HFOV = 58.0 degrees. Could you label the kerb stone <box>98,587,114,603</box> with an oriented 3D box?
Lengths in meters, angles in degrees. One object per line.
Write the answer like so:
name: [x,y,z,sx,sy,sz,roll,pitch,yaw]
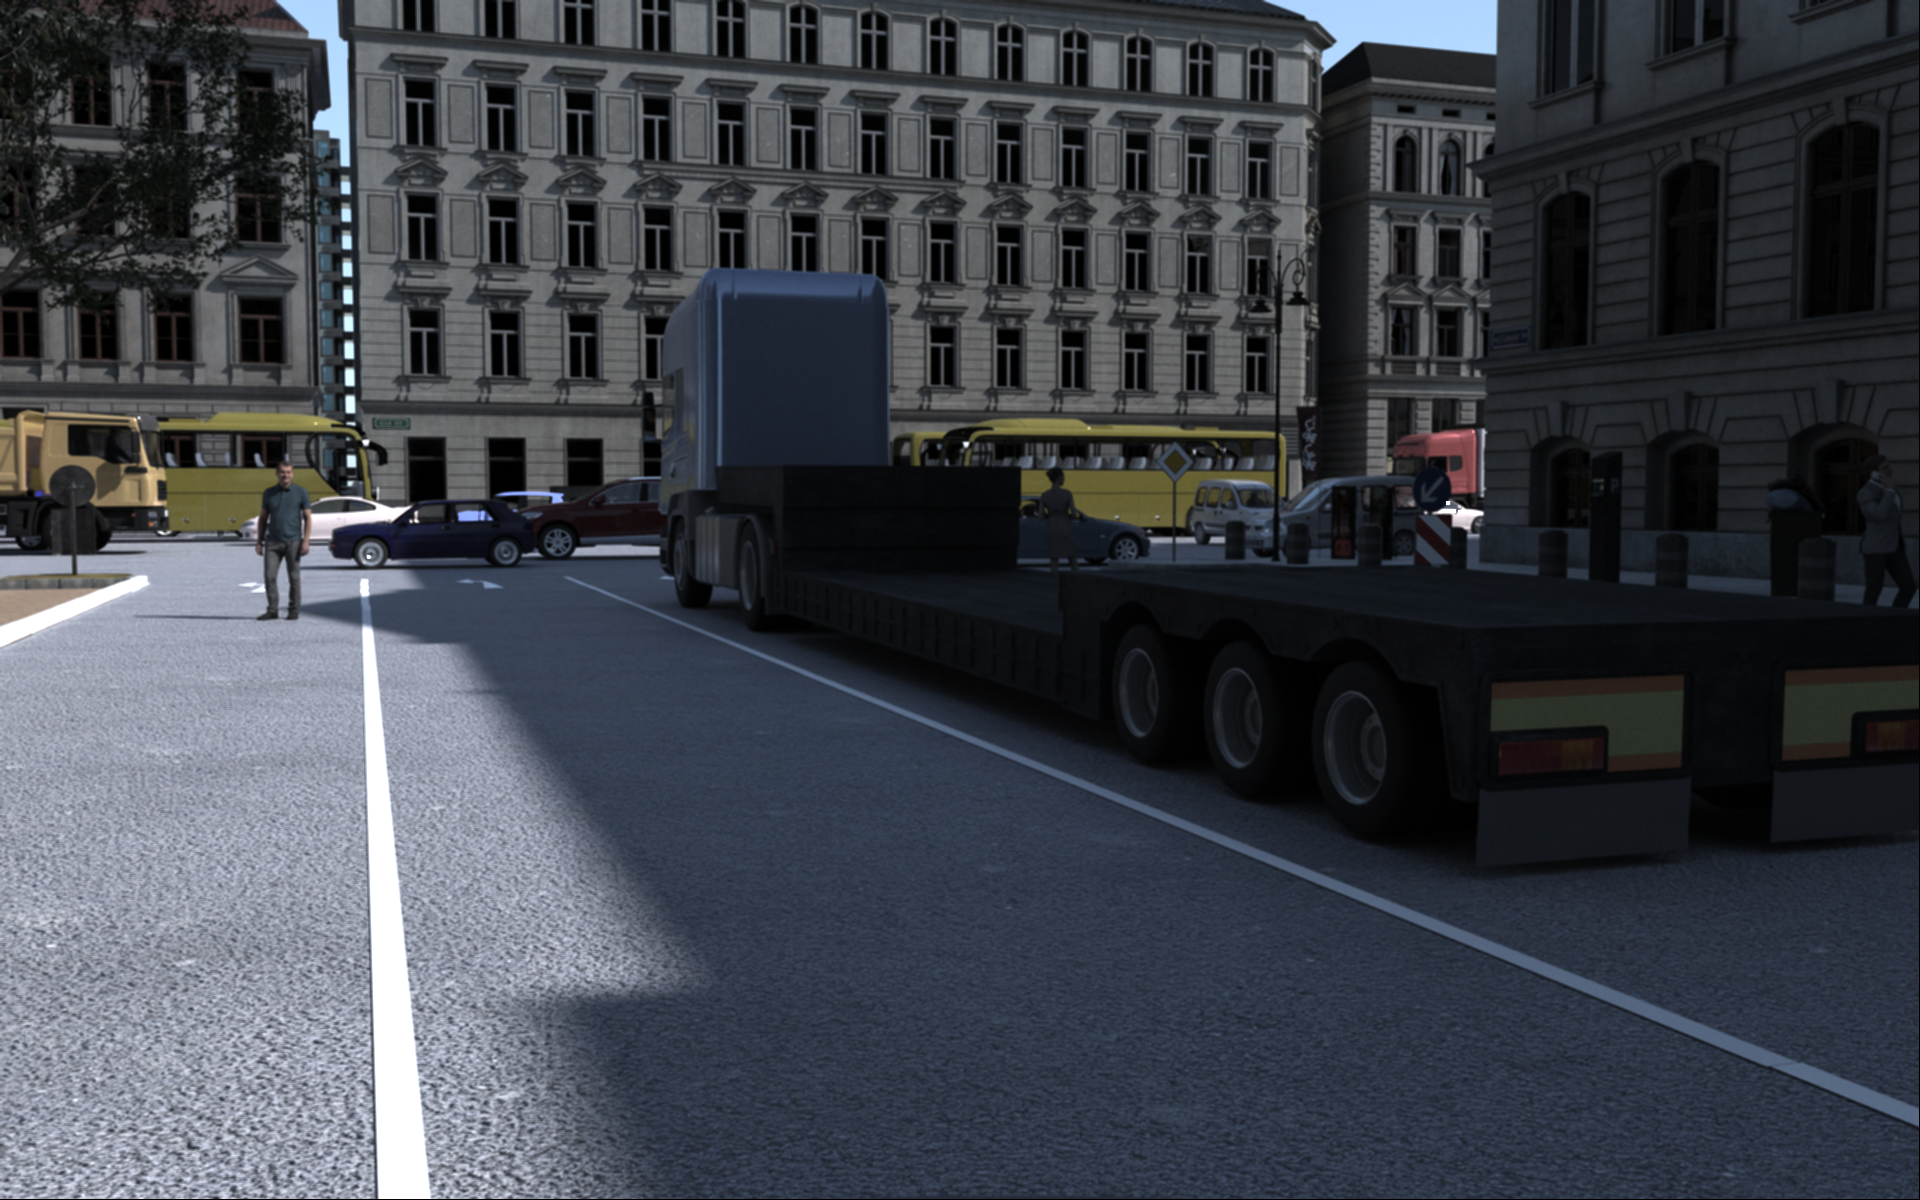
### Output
kerb stone: [-11.356,-0.043,22.904,0.120,0.150,1.000,-1,4,-19]

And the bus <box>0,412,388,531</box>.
bus: [-23.716,-3.702,52.074,12.252,3.916,2.896,-1,4,-21]

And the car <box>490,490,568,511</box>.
car: [-12.485,-2.351,48.025,3.694,1.707,1.945,-1,4,-17]

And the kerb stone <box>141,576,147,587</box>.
kerb stone: [-12.700,-0.276,26.799,0.120,0.150,1.000,-1,4,-19]

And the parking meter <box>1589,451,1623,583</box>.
parking meter: [8.819,-1.098,23.671,0.399,1.863,0.255,-2,4,-34]

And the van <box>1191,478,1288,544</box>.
van: [8.016,-2.521,48.230,2.013,2.044,4.112,-1,4,-19]

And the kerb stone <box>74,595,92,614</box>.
kerb stone: [-10.675,0.076,20.955,0.120,0.150,1.000,-1,4,-19]

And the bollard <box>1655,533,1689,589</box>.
bollard: [9.335,-0.489,22.715,0.404,0.777,0.398,0,3,0]

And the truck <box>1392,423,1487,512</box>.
truck: [22.254,-4.962,70.049,11.283,4.237,2.839,-1,4,-18]

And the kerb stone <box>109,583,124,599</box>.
kerb stone: [-11.690,-0.101,23.876,0.120,0.150,1.000,-1,4,-19]

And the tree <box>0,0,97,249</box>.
tree: [-9.526,-3.776,14.554,4.360,8.622,3.978,0,3,0]

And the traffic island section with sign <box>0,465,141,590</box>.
traffic island section with sign: [-13.837,-1.143,26.832,2.006,1.907,1.989,-1,4,-19]

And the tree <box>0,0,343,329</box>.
tree: [-11.725,-5.115,20.495,8.767,10.594,7.601,-1,4,-19]

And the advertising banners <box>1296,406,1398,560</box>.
advertising banners: [7.594,-2.320,34.119,2.074,3.025,0.090,2,4,31]

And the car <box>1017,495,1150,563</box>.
car: [1.629,-1.394,34.802,4.499,1.417,2.014,-1,4,-19]

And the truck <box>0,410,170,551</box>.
truck: [-23.178,-2.748,40.851,9.791,3.379,3.469,-1,4,-17]

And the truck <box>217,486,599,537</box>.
truck: [-15.595,-4.306,60.167,18.799,4.110,2.967,-1,4,-19]

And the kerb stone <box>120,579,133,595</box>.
kerb stone: [-12.028,-0.162,24.848,0.120,0.150,1.000,-1,4,-19]

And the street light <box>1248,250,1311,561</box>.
street light: [6.043,-3.680,32.958,0.468,5.910,1.993,-1,4,-19]

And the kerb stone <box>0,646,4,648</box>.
kerb stone: [-8.980,0.376,16.085,0.120,0.150,1.000,-1,4,-19]

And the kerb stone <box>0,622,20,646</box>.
kerb stone: [-9.324,0.314,17.054,0.120,0.150,1.000,-1,4,-19]

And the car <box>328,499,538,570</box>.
car: [-10.327,-1.307,33.949,3.894,1.354,1.945,-1,4,-20]

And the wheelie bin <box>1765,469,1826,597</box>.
wheelie bin: [10.495,-0.848,21.777,0.693,1.594,0.980,2,4,26]

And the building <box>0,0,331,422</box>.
building: [-35.386,-14.097,66.640,21.152,22.565,11.583,-1,4,-19]

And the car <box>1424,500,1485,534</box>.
car: [17.047,-3.076,62.659,4.827,1.381,2.083,-1,4,-20]

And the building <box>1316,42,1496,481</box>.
building: [26.180,-15.851,88.038,19.941,23.489,11.050,-1,4,-19]

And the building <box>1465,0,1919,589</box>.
building: [20.162,-12.134,17.481,14.460,24.649,34.723,-1,4,-19]

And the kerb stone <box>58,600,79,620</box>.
kerb stone: [-10.336,0.135,19.984,0.120,0.150,1.000,-1,4,-19]

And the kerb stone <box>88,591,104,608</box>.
kerb stone: [-11.013,0.020,21.929,0.120,0.150,1.000,-1,4,-19]

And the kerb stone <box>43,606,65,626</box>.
kerb stone: [-10.000,0.200,19.009,0.120,0.150,1.000,-1,4,-19]

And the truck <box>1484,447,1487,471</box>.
truck: [20.325,-3.527,53.597,9.791,3.379,3.469,-1,4,-20]

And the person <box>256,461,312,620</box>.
person: [-7.736,-0.682,19.775,0.598,1.807,0.434,0,4,6]

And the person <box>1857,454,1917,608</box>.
person: [8.694,-0.462,16.233,0.592,1.802,0.473,-1,4,-13]

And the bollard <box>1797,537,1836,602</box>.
bollard: [10.118,-0.351,20.455,0.404,0.777,0.398,0,3,0]

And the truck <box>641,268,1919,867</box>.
truck: [-0.067,-1.573,15.473,2.967,4.110,18.799,-1,4,-19]

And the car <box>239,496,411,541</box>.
car: [-17.917,-2.260,49.311,4.827,1.381,2.083,-1,4,-19]

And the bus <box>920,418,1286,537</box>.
bus: [4.923,-4.053,57.807,12.252,3.916,2.896,-1,4,-20]

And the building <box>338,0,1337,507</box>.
building: [-5.136,-18.563,79.914,44.131,29.872,17.030,-1,4,-19]

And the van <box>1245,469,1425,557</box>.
van: [8.300,-1.933,38.614,4.112,2.044,2.013,-1,4,-18]

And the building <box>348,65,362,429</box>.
building: [-65.396,-42.015,228.943,28.212,58.520,21.231,-1,4,-19]

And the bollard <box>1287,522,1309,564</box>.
bollard: [6.199,-1.043,31.768,0.404,0.777,0.398,0,3,0]

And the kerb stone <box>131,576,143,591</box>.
kerb stone: [-12.356,-0.220,25.829,0.120,0.150,1.000,-1,4,-19]

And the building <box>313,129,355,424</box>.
building: [-93.735,-36.809,221.437,30.456,49.044,23.786,-1,4,-19]

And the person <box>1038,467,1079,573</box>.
person: [1.319,-0.826,22.345,0.599,1.781,0.374,1,4,13]

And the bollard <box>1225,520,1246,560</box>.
bollard: [5.410,-1.181,34.032,0.404,0.777,0.398,0,3,0]

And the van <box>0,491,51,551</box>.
van: [-25.245,-2.412,43.821,5.245,2.365,2.240,-1,4,-21]

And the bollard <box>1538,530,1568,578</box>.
bollard: [8.552,-0.627,24.974,0.404,0.777,0.398,0,3,0]

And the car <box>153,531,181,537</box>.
car: [-28.227,-3.001,57.744,5.304,1.827,2.281,-1,4,-19]

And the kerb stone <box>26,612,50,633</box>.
kerb stone: [-9.659,0.258,18.032,0.120,0.150,1.000,-1,4,-19]

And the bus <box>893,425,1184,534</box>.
bus: [3.804,-4.292,61.715,12.252,3.916,2.896,-1,4,-18]

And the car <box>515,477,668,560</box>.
car: [-7.426,-1.847,38.869,5.304,1.827,2.281,-1,4,-18]

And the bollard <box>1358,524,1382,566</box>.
bollard: [6.984,-0.904,29.502,0.404,0.777,0.398,0,3,0]

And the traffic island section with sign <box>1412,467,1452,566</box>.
traffic island section with sign: [6.481,-1.048,25.764,1.989,1.847,2.006,-1,4,-19]

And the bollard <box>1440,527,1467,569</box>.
bollard: [7.767,-0.766,27.242,0.404,0.777,0.398,0,3,0]

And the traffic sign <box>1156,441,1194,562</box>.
traffic sign: [4.042,-1.776,32.683,0.795,2.450,0.064,-1,4,-19]

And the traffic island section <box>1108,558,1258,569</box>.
traffic island section: [4.061,-0.641,32.768,2.009,0.180,2.903,-1,4,-19]
